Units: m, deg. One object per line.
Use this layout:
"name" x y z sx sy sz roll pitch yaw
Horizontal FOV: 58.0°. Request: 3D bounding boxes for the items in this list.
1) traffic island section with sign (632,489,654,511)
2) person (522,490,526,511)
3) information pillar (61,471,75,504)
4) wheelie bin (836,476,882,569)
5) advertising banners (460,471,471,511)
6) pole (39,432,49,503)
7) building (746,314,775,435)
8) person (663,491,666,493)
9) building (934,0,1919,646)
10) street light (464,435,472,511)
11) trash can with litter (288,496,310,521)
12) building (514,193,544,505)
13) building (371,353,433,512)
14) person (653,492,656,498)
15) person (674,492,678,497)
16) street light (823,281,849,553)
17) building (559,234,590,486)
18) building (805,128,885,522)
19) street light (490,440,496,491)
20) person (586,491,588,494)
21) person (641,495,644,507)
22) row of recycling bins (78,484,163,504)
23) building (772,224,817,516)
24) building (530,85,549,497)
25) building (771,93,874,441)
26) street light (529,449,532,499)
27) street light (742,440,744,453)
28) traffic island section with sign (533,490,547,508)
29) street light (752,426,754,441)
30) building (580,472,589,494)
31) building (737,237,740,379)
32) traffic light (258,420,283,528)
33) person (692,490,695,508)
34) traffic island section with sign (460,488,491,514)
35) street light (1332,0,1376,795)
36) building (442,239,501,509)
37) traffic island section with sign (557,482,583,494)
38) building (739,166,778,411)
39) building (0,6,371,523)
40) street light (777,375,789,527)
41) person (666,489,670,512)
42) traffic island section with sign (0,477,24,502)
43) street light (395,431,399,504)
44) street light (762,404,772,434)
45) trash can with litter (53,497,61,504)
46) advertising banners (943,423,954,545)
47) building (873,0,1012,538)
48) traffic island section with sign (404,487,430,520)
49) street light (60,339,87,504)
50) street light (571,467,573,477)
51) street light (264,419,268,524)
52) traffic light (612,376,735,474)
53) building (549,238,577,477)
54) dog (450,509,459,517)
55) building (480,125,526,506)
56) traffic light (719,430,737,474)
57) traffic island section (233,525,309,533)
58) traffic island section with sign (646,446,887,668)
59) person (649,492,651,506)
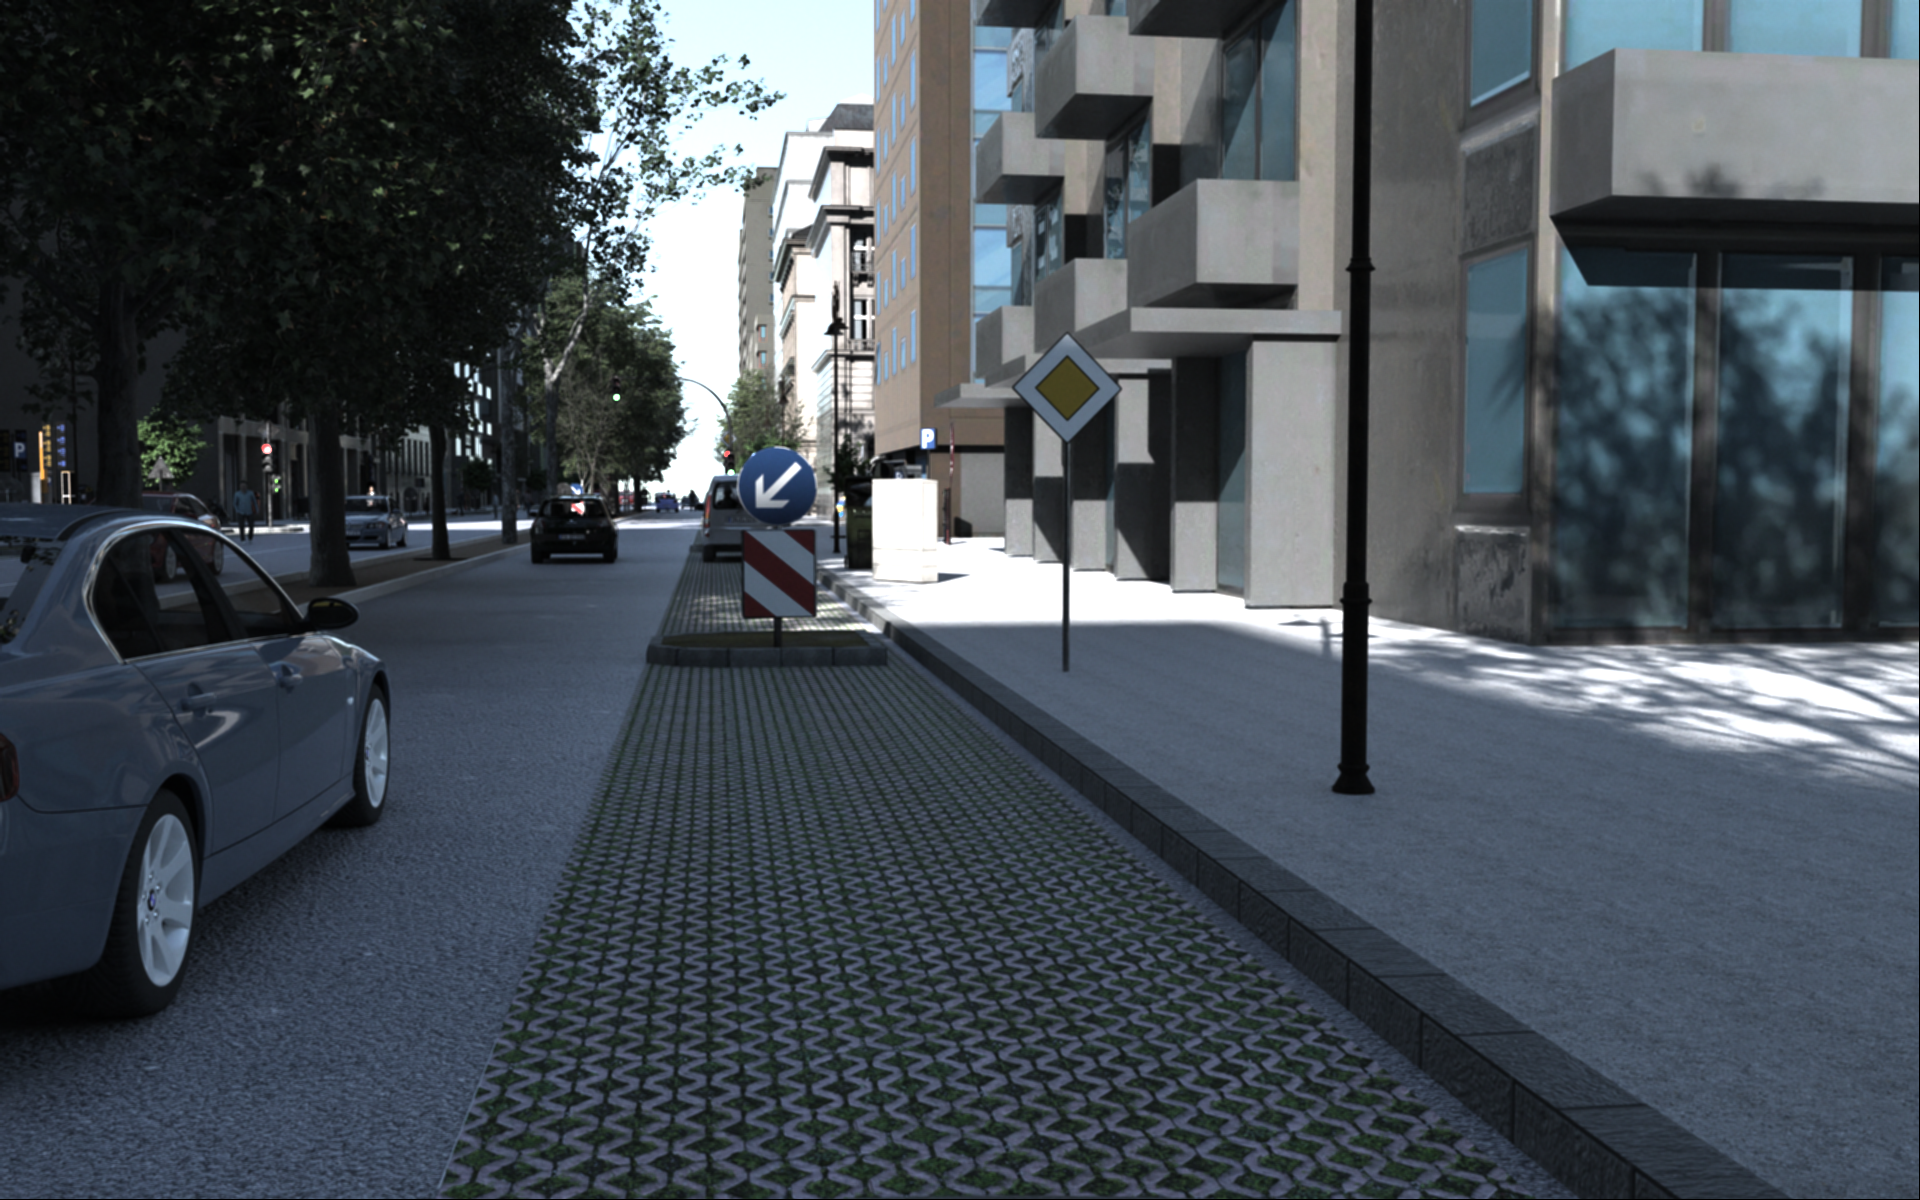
"traffic island section with sign" -27.145 -8.611 148.918 2.006 1.907 1.989 -1 4 -8
"person" -37.711 -8.646 150.416 0.990 1.755 0.434 2 4 35
"information pillar" -28.984 -3.173 56.373 0.304 2.012 0.304 1 4 13
"wheelie bin" -1.633 -1.339 29.798 0.980 1.594 0.693 0 4 -6
"advertising banners" -37.386 -8.241 130.935 0.090 3.025 2.074 0 4 4
"pole" -29.959 -3.842 56.660 0.158 3.312 0.155 0 3 0
"building" -11.875 -22.411 211.463 27.650 21.520 28.899 -1 4 -8
"person" -29.635 -10.099 174.343 1.217 1.743 0.721 2 4 32
"building" 12.421 -24.929 27.196 23.786 49.044 30.456 -1 4 -8
"street light" -37.798 -9.815 133.267 0.468 5.910 1.993 -1 4 -8
"trash can with litter" -31.572 -4.487 84.420 2.233 1.210 1.678 -1 4 -22
"building" -58.625 -32.235 210.629 14.154 41.232 14.086 -1 4 -8
"building" -46.551 -17.646 121.789 16.112 22.955 30.059 -1 4 -8
"person" -53.035 -17.882 301.656 1.217 1.735 0.721 -1 4 -21
"person" -50.481 -18.203 306.127 1.348 1.823 0.705 1 4 20
"street light" -2.695 -3.970 37.699 0.468 5.910 1.993 -1 4 -8
"building" -70.915 -39.492 295.796 14.600 45.320 14.200 -1 4 -8
"building" 4.741 -14.931 85.914 24.055 21.916 13.314 -1 4 -8
"street light" -40.167 -10.792 149.242 0.468 5.910 1.993 -1 4 -8
"person" -40.930 -11.060 189.886 0.990 1.755 0.434 2 4 34
"person" -36.505 -11.608 198.420 0.705 1.807 1.348 2 4 33
"row of recycling bins" -35.264 -3.999 72.492 3.534 1.692 1.069 -3 4 -37
"building" -6.515 -15.147 112.274 10.561 19.102 19.286 -1 4 -8
"building" -68.468 -56.931 243.485 22.319 86.520 31.000 -1 4 -8
"building" -8.712 -21.953 136.417 11.434 29.767 29.804 -1 4 -8
"street light" -44.358 -12.611 178.983 0.468 5.910 1.993 -1 4 -8
"street light" -18.540 -10.738 148.351 0.468 5.910 1.993 -1 4 -8
"traffic island section with sign" -41.362 -9.999 172.105 1.989 1.847 2.006 -1 4 -8
"street light" -14.107 -8.909 118.448 0.468 5.910 1.993 -1 4 -8
"building" -68.332 -31.232 282.347 14.160 30.474 14.107 -1 4 -8
"building" -27.353 -41.297 298.911 21.300 48.544 21.600 -1 4 -8
"traffic light" -26.029 -4.673 65.320 0.839 4.253 0.868 -1 4 -8
"person" -28.208 -10.698 183.037 1.348 1.869 0.705 2 4 26
"traffic island section with sign" -34.276 -6.970 122.585 1.989 1.847 2.006 -1 4 -8
"street light" 1.697 -2.110 7.293 0.468 5.910 1.993 -1 4 -8
"building" -55.939 -33.035 159.733 23.786 49.044 30.456 -1 4 -8
"traffic island section with sign" -16.478 -4.061 74.538 2.006 1.907 1.989 -1 4 -8
"building" -20.759 -38.480 252.854 21.300 48.544 21.600 -1 4 -8
"building" -43.951 -17.441 89.682 19.350 26.468 34.151 -1 4 -8
"street light" -6.863 -5.782 67.319 0.468 5.910 1.993 -1 4 -8
"person" -23.581 -8.050 140.134 0.555 1.821 0.388 -2 4 -34
"traffic island section with sign" -22.538 -1.964 40.733 1.989 1.847 2.006 -1 4 -8
"street light" -33.638 -7.984 103.331 0.468 5.910 1.993 -1 4 -8
"street light" -9.875 -7.098 88.837 0.468 5.910 1.993 -1 4 -8
"trash can with litter" -32.525 -3.108 62.204 0.624 1.170 1.055 0 4 -4
"advertising banners" -0.294 -2.904 43.676 0.090 3.025 2.074 0 4 -6
"building" 4.676 -24.875 56.818 14.600 45.320 14.200 -1 4 -8
"traffic island section with sign" -30.450 -5.338 95.902 1.989 1.847 2.006 -1 4 -8
"street light" -26.040 -4.781 50.960 0.468 5.910 1.993 -1 4 -8
"street light" -52.061 -15.869 232.239 0.468 5.910 1.993 -1 4 -8
"street light" -29.311 -6.139 73.165 0.468 5.910 1.993 -1 4 -8
"traffic light" -11.051 -5.668 67.332 4.771 5.953 1.251 -1 4 -8
"building" -66.820 -35.743 267.987 14.154 41.232 14.086 -1 4 -8
"dog" -31.096 -5.336 106.530 0.540 0.507 0.406 -1 4 -19
"building" -62.738 -36.666 188.727 28.713 52.752 27.495 -1 4 -8
"traffic light" -10.126 -5.306 75.673 0.839 4.253 0.868 -1 4 -8
"traffic island section" -26.070 -2.640 65.449 2.009 0.180 2.903 -1 4 -8
"traffic island section with sign" -1.728 -0.400 15.160 1.989 1.847 2.006 -1 4 -8
"person" -38.156 -12.504 213.627 0.721 1.739 1.217 0 4 -5
